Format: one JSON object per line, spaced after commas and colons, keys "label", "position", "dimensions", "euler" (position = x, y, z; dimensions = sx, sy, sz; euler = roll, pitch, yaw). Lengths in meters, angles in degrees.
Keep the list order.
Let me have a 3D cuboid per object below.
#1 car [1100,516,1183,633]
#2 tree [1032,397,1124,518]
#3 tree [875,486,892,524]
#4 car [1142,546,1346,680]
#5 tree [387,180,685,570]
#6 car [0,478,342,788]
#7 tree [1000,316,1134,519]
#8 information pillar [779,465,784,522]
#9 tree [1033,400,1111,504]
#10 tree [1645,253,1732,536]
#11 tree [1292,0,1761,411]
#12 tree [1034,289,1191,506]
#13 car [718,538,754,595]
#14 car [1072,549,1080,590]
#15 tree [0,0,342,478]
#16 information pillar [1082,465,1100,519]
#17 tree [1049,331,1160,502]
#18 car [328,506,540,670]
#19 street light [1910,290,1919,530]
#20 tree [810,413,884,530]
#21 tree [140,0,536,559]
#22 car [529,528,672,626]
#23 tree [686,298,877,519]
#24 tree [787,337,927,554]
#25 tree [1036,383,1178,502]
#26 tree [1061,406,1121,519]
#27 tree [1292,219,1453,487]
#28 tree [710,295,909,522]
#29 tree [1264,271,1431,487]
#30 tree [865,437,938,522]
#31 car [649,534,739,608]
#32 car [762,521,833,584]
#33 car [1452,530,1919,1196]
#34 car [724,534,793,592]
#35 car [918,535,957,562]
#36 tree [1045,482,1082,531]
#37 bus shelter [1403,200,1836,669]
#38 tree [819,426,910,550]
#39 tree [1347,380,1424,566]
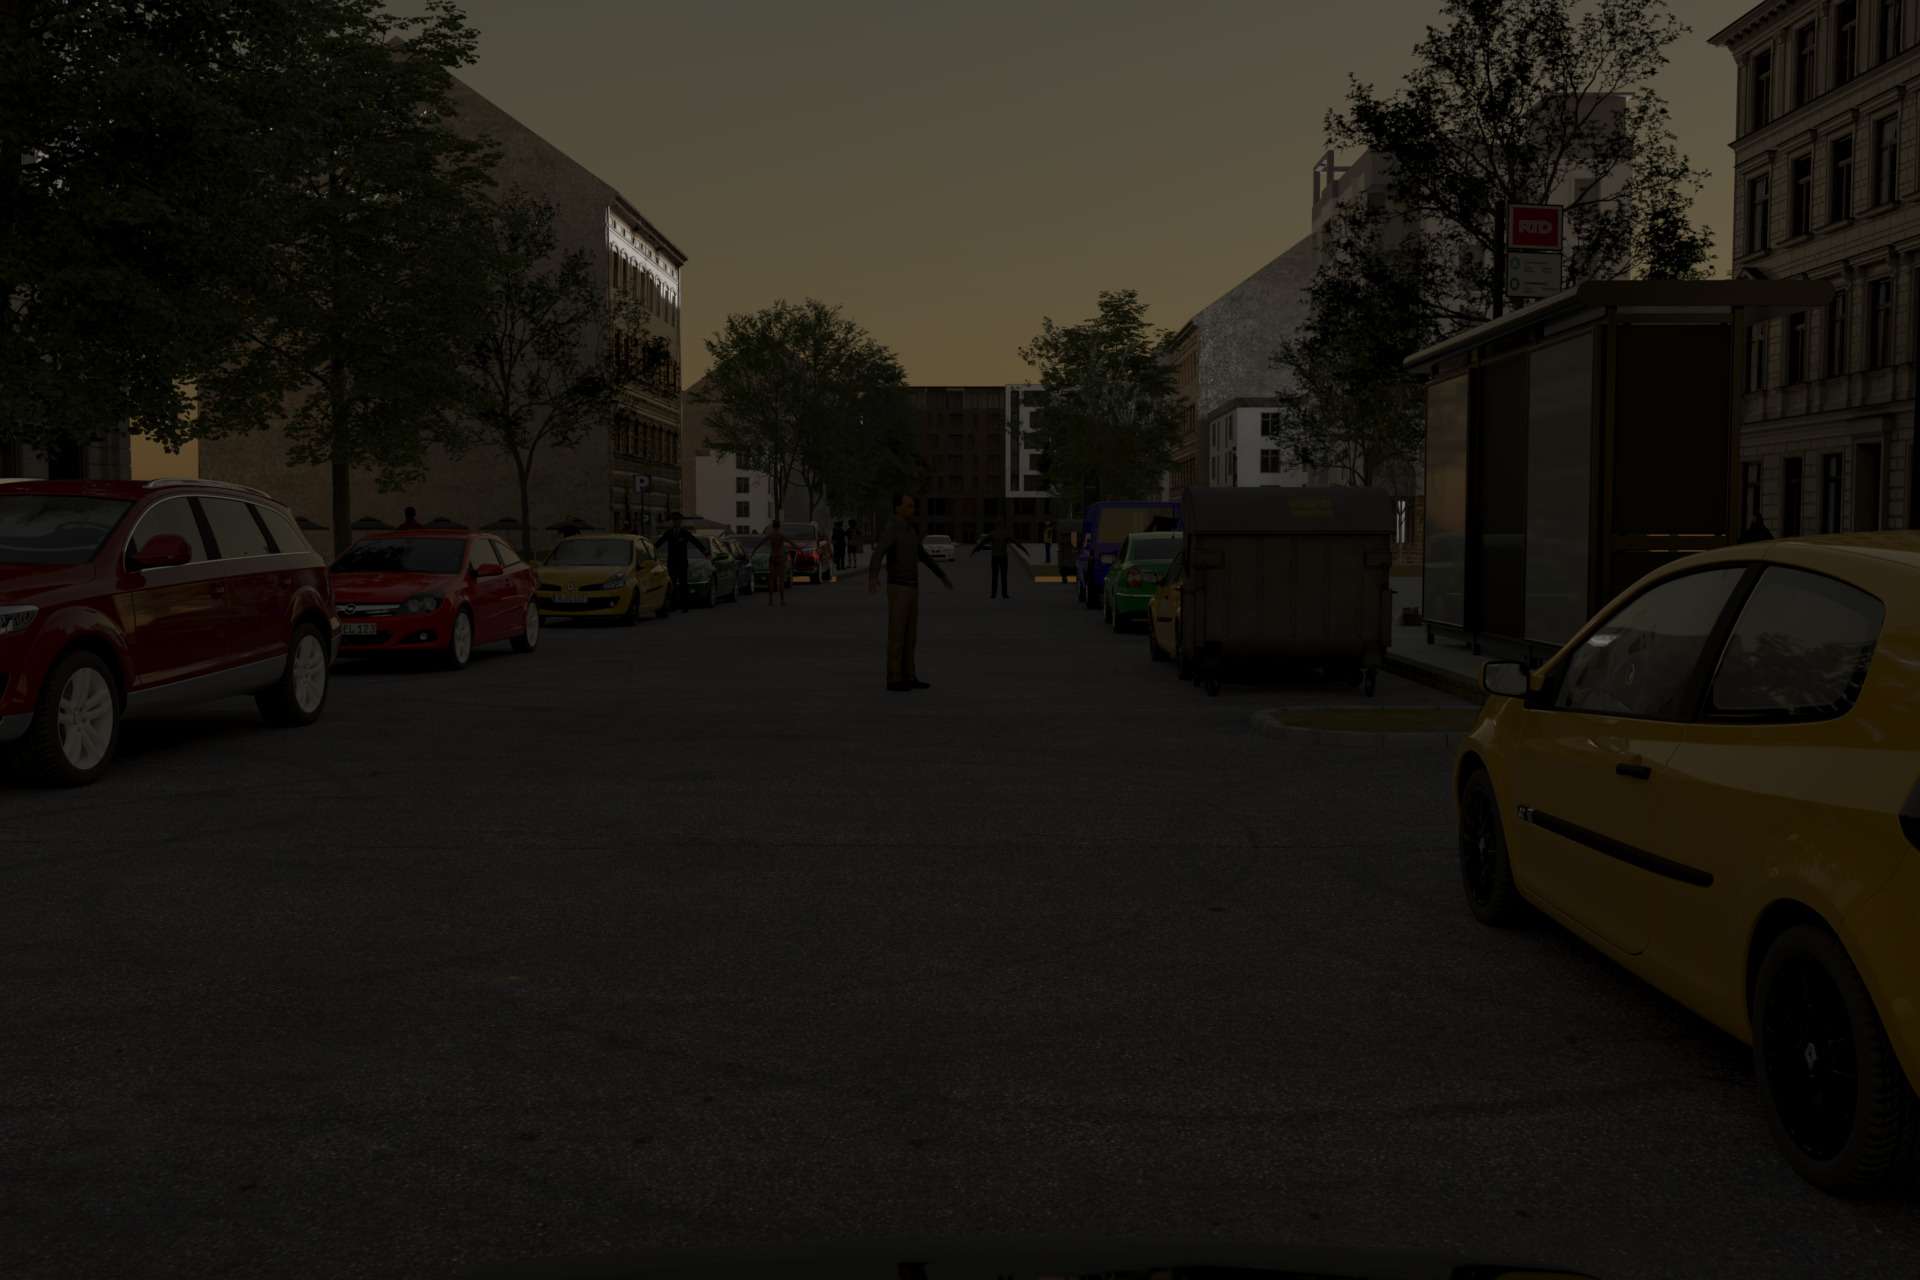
{"label": "car", "position": [3.151, -1.079, 26.440], "dimensions": [1.959, 1.807, 4.718], "euler": [0, 4, 2]}
{"label": "tree", "position": [9.107, -12.386, 128.274], "dimensions": [9.928, 11.665, 9.643], "euler": [0, 3, 0]}
{"label": "tree", "position": [-6.134, -12.644, 157.094], "dimensions": [4.360, 8.622, 3.978], "euler": [0, 3, 0]}
{"label": "car", "position": [2.995, -0.502, 18.437], "dimensions": [2.015, 1.641, 3.980], "euler": [0, 4, 0]}
{"label": "tree", "position": [-11.229, -6.774, 45.163], "dimensions": [8.767, 10.594, 7.601], "euler": [0, 4, 1]}
{"label": "car", "position": [-5.906, -0.172, 11.481], "dimensions": [2.281, 1.827, 5.304], "euler": [0, 4, 2]}
{"label": "tree", "position": [9.430, -17.948, 149.337], "dimensions": [12.611, 20.169, 13.585], "euler": [0, 3, 0]}
{"label": "information pillar", "position": [-6.044, -4.115, 58.643], "dimensions": [0.183, 3.616, 0.504], "euler": [0, 4, 2]}
{"label": "tree", "position": [8.069, -10.993, 114.153], "dimensions": [7.601, 10.594, 8.767], "euler": [-3, 5, -41]}
{"label": "tree", "position": [28.144, -9.180, 68.218], "dimensions": [7.486, 12.596, 7.792], "euler": [0, 3, 0]}
{"label": "tree", "position": [8.796, -5.689, 27.434], "dimensions": [7.601, 10.594, 8.767], "euler": [1, 4, 14]}
{"label": "tree", "position": [7.072, -9.933, 80.536], "dimensions": [7.486, 12.596, 7.792], "euler": [0, 3, 0]}
{"label": "car", "position": [-5.778, -1.652, 39.596], "dimensions": [1.945, 1.354, 3.894], "euler": [0, 4, 2]}
{"label": "car", "position": [3.844, -2.058, 43.442], "dimensions": [2.009, 1.686, 4.222], "euler": [0, 4, 1]}
{"label": "tree", "position": [-11.879, -6.984, 20.849], "dimensions": [9.857, 13.997, 8.962], "euler": [0, 3, 0]}
{"label": "information pillar", "position": [4.963, -4.655, 65.493], "dimensions": [0.750, 3.857, 0.750], "euler": [0, 4, 1]}
{"label": "tree", "position": [5.360, -6.873, 62.731], "dimensions": [4.360, 8.622, 3.978], "euler": [0, 3, 0]}
{"label": "car", "position": [-6.088, -0.643, 19.551], "dimensions": [2.155, 1.783, 4.494], "euler": [0, 4, 1]}
{"label": "street light", "position": [6.528, -2.334, 10.703], "dimensions": [1.470, 5.913, 1.316], "euler": [0, 4, 1]}
{"label": "tree", "position": [-6.714, -9.068, 98.623], "dimensions": [4.737, 8.622, 4.395], "euler": [0, 3, 0]}
{"label": "tree", "position": [-12.156, -7.055, 33.481], "dimensions": [7.486, 12.596, 7.792], "euler": [0, 3, 0]}
{"label": "car", "position": [-5.838, -1.095, 28.122], "dimensions": [2.015, 1.641, 3.980], "euler": [0, 4, 2]}
{"label": "tree", "position": [-7.802, -9.141, 75.206], "dimensions": [9.928, 11.665, 9.643], "euler": [0, 3, 0]}
{"label": "tree", "position": [-6.686, -12.686, 114.075], "dimensions": [9.857, 13.997, 8.962], "euler": [0, 3, 0]}
{"label": "tree", "position": [8.463, -10.153, 100.419], "dimensions": [8.767, 10.594, 7.601], "euler": [1, 4, 9]}
{"label": "tree", "position": [7.419, -8.695, 92.519], "dimensions": [4.737, 8.622, 4.395], "euler": [0, 3, 0]}
{"label": "tree", "position": [9.863, -5.583, 41.644], "dimensions": [4.737, 8.622, 4.395], "euler": [0, 3, 0]}
{"label": "tree", "position": [-7.512, -10.883, 88.300], "dimensions": [12.009, 13.543, 11.850], "euler": [0, 3, 0]}
{"label": "tree", "position": [14.089, -7.711, 60.483], "dimensions": [7.601, 10.594, 8.767], "euler": [1, 4, 18]}
{"label": "tree", "position": [-5.916, -13.056, 147.885], "dimensions": [8.767, 10.594, 7.601], "euler": [0, 4, 6]}
{"label": "car", "position": [-5.636, -1.424, 35.086], "dimensions": [2.131, 1.459, 4.920], "euler": [0, 4, 2]}
{"label": "car", "position": [-4.929, -2.586, 50.949], "dimensions": [2.281, 1.827, 5.304], "euler": [0, 4, 1]}
{"label": "car", "position": [2.718, 0.310, 5.163], "dimensions": [2.015, 1.641, 3.980], "euler": [0, 4, 1]}
{"label": "car", "position": [-5.372, -1.997, 44.444], "dimensions": [2.131, 1.459, 4.920], "euler": [0, 4, 1]}
{"label": "car", "position": [-1.213, -4.843, 91.547], "dimensions": [2.083, 1.381, 4.827], "euler": [0, 4, 1]}
{"label": "tree", "position": [8.850, -11.477, 138.019], "dimensions": [4.737, 8.622, 4.395], "euler": [0, 3, 0]}
{"label": "bus shelter", "position": [6.225, -2.507, 18.625], "dimensions": [2.179, 5.291, 8.768], "euler": [0, 4, 1]}
{"label": "tree", "position": [-7.118, -12.377, 136.775], "dimensions": [7.601, 10.594, 8.767], "euler": [3, 5, 41]}
{"label": "tree", "position": [17.848, -7.288, 69.515], "dimensions": [4.360, 8.622, 3.978], "euler": [0, 3, 0]}
